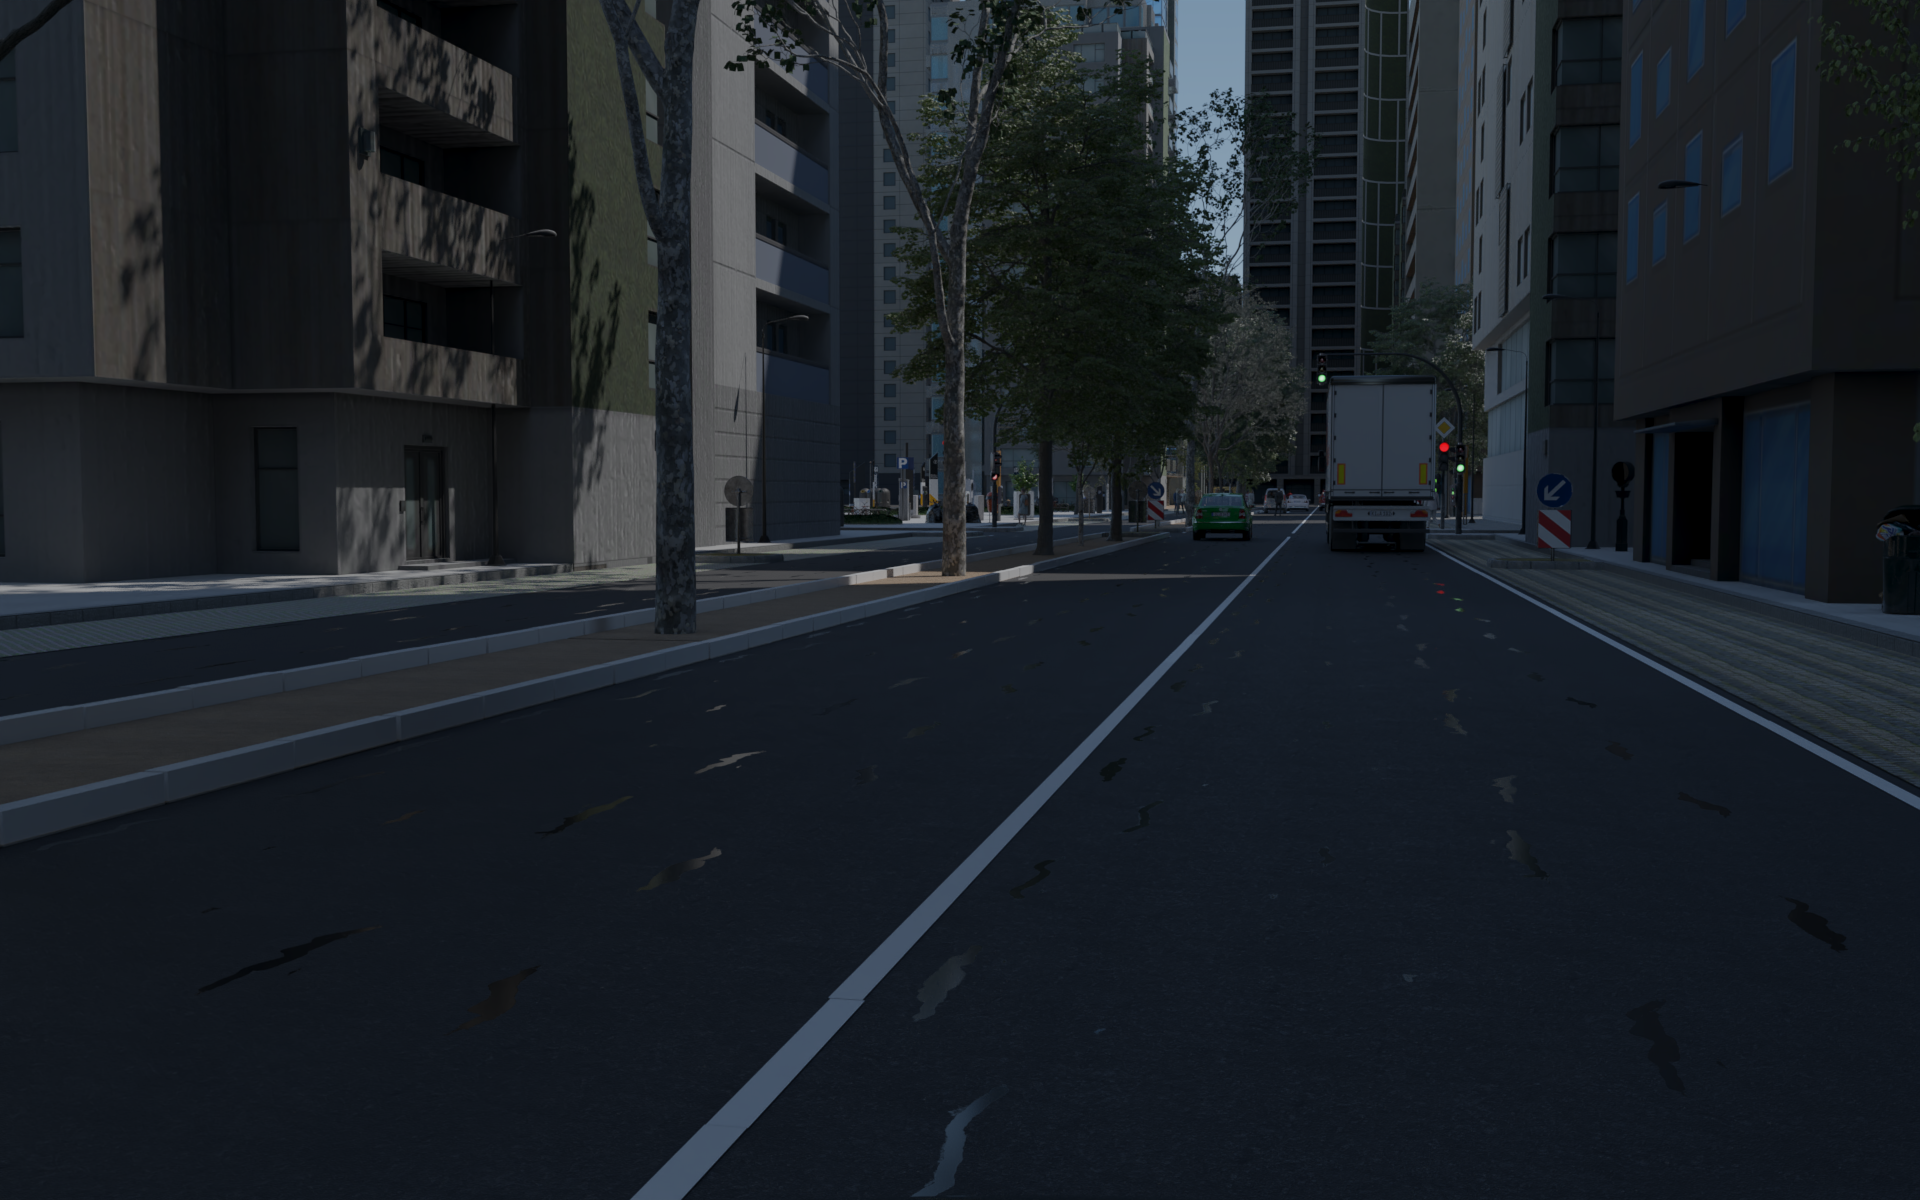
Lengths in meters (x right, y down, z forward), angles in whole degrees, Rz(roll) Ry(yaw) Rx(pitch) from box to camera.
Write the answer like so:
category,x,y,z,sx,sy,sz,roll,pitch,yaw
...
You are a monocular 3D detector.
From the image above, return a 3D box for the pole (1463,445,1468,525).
category,x,y,z,sx,sy,sz,roll,pitch,yaw
pole,21.132,-4.804,72.391,0.158,3.312,0.155,0,3,0

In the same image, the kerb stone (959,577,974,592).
category,x,y,z,sx,sy,sz,roll,pitch,yaw
kerb stone,0.016,-0.205,25.552,0.120,0.150,1.000,1,4,12

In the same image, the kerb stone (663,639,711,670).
category,x,y,z,sx,sy,sz,roll,pitch,yaw
kerb stone,-2.340,0.469,14.530,0.120,0.150,1.000,1,4,12

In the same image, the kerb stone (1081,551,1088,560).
category,x,y,z,sx,sy,sz,roll,pitch,yaw
kerb stone,2.594,-0.943,37.610,0.120,0.150,1.000,1,4,12

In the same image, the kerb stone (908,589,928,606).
category,x,y,z,sx,sy,sz,roll,pitch,yaw
kerb stone,-0.625,-0.022,22.550,0.120,0.150,1.000,1,4,12

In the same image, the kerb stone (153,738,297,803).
category,x,y,z,sx,sy,sz,roll,pitch,yaw
kerb stone,-3.622,0.837,8.522,0.120,0.150,1.000,1,4,12

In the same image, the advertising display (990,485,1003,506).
category,x,y,z,sx,sy,sz,roll,pitch,yaw
advertising display,2.639,-7.279,124.217,0.974,1.923,0.123,-2,4,-23

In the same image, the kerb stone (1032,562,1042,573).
category,x,y,z,sx,sy,sz,roll,pitch,yaw
kerb stone,1.304,-0.564,31.590,0.120,0.150,1.000,1,4,12

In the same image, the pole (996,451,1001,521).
category,x,y,z,sx,sy,sz,roll,pitch,yaw
pole,1.814,-5.366,81.576,0.158,3.312,0.155,0,3,0

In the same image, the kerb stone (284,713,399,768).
category,x,y,z,sx,sy,sz,roll,pitch,yaw
kerb stone,-3.417,0.775,9.523,0.120,0.150,1.000,1,4,12

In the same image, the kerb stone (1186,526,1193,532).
category,x,y,z,sx,sy,sz,roll,pitch,yaw
kerb stone,8.923,-2.753,67.209,0.120,0.150,1.000,1,4,12

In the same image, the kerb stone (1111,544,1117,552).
category,x,y,z,sx,sy,sz,roll,pitch,yaw
kerb stone,3.671,-1.249,42.624,0.120,0.150,1.000,1,4,12

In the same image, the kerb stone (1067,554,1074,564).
category,x,y,z,sx,sy,sz,roll,pitch,yaw
kerb stone,2.163,-0.820,35.599,0.120,0.150,1.000,1,4,12

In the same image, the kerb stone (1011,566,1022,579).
category,x,y,z,sx,sy,sz,roll,pitch,yaw
kerb stone,0.871,-0.447,29.583,0.120,0.150,1.000,1,4,12

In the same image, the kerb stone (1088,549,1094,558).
category,x,y,z,sx,sy,sz,roll,pitch,yaw
kerb stone,2.806,-1.004,38.612,0.120,0.150,1.000,1,4,12

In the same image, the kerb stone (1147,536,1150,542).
category,x,y,z,sx,sy,sz,roll,pitch,yaw
kerb stone,5.379,-1.735,50.639,0.120,0.150,1.000,1,4,12

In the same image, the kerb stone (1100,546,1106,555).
category,x,y,z,sx,sy,sz,roll,pitch,yaw
kerb stone,3.244,-1.127,40.614,0.120,0.150,1.000,1,4,12

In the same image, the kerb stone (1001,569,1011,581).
category,x,y,z,sx,sy,sz,roll,pitch,yaw
kerb stone,0.655,-0.391,28.584,0.120,0.150,1.000,1,4,12

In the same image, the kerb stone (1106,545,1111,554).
category,x,y,z,sx,sy,sz,roll,pitch,yaw
kerb stone,3.457,-1.188,41.625,0.120,0.150,1.000,1,4,12

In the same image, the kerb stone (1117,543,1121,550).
category,x,y,z,sx,sy,sz,roll,pitch,yaw
kerb stone,3.881,-1.305,43.625,0.120,0.150,1.000,1,4,12

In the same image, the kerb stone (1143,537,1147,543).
category,x,y,z,sx,sy,sz,roll,pitch,yaw
kerb stone,5.164,-1.677,49.636,0.120,0.150,1.000,1,4,12

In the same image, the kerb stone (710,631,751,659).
category,x,y,z,sx,sy,sz,roll,pitch,yaw
kerb stone,-2.121,0.412,15.530,0.120,0.150,1.000,1,4,12

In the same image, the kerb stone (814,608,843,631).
category,x,y,z,sx,sy,sz,roll,pitch,yaw
kerb stone,-1.477,0.223,18.547,0.120,0.150,1.000,1,4,12

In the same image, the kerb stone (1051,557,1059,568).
category,x,y,z,sx,sy,sz,roll,pitch,yaw
kerb stone,1.736,-0.696,33.595,0.120,0.150,1.000,1,4,12

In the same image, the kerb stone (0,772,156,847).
category,x,y,z,sx,sy,sz,roll,pitch,yaw
kerb stone,-3.836,0.902,7.523,0.120,0.150,1.000,1,4,12

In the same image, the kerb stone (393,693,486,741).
category,x,y,z,sx,sy,sz,roll,pitch,yaw
kerb stone,-3.191,0.714,10.528,0.120,0.150,1.000,1,4,12

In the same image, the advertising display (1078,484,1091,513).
category,x,y,z,sx,sy,sz,roll,pitch,yaw
advertising display,8.267,-6.716,115.015,0.974,1.923,0.123,2,4,32

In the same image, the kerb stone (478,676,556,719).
category,x,y,z,sx,sy,sz,roll,pitch,yaw
kerb stone,-2.980,0.652,11.528,0.120,0.150,1.000,1,4,12

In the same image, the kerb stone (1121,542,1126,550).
category,x,y,z,sx,sy,sz,roll,pitch,yaw
kerb stone,4.094,-1.369,44.630,0.120,0.150,1.000,1,4,12

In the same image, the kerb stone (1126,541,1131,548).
category,x,y,z,sx,sy,sz,roll,pitch,yaw
kerb stone,4.312,-1.430,45.632,0.120,0.150,1.000,1,4,12

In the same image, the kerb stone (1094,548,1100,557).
category,x,y,z,sx,sy,sz,roll,pitch,yaw
kerb stone,3.025,-1.064,39.611,0.120,0.150,1.000,1,4,12

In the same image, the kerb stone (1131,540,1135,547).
category,x,y,z,sx,sy,sz,roll,pitch,yaw
kerb stone,4.525,-1.494,46.637,0.120,0.150,1.000,1,4,12

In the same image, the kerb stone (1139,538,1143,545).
category,x,y,z,sx,sy,sz,roll,pitch,yaw
kerb stone,4.958,-1.617,48.635,0.120,0.150,1.000,1,4,12

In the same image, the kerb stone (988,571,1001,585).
category,x,y,z,sx,sy,sz,roll,pitch,yaw
kerb stone,0.452,-0.329,27.570,0.120,0.150,1.000,1,4,12

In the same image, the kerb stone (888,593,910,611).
category,x,y,z,sx,sy,sz,roll,pitch,yaw
kerb stone,-0.836,0.041,21.549,0.120,0.150,1.000,1,4,12

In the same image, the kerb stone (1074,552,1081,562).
category,x,y,z,sx,sy,sz,roll,pitch,yaw
kerb stone,2.375,-0.880,36.603,0.120,0.150,1.000,1,4,12

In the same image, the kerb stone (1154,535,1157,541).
category,x,y,z,sx,sy,sz,roll,pitch,yaw
kerb stone,5.808,-1.858,52.637,0.120,0.150,1.000,1,4,12

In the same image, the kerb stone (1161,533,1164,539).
category,x,y,z,sx,sy,sz,roll,pitch,yaw
kerb stone,6.234,-1.984,54.641,0.120,0.150,1.000,1,4,12

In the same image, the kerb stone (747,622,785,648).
category,x,y,z,sx,sy,sz,roll,pitch,yaw
kerb stone,-1.909,0.350,16.545,0.120,0.150,1.000,1,4,12

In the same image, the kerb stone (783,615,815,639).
category,x,y,z,sx,sy,sz,roll,pitch,yaw
kerb stone,-1.695,0.284,17.544,0.120,0.150,1.000,1,4,12

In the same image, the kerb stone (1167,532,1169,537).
category,x,y,z,sx,sy,sz,roll,pitch,yaw
kerb stone,6.660,-2.107,56.643,0.120,0.150,1.000,1,4,12

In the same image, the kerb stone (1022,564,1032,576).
category,x,y,z,sx,sy,sz,roll,pitch,yaw
kerb stone,1.090,-0.512,30.587,0.120,0.150,1.000,1,4,12

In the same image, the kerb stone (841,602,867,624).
category,x,y,z,sx,sy,sz,roll,pitch,yaw
kerb stone,-1.264,0.162,19.547,0.120,0.150,1.000,1,4,12

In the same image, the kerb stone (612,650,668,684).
category,x,y,z,sx,sy,sz,roll,pitch,yaw
kerb stone,-2.548,0.530,13.530,0.120,0.150,1.000,1,4,12

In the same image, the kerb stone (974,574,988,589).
category,x,y,z,sx,sy,sz,roll,pitch,yaw
kerb stone,0.229,-0.267,26.564,0.120,0.150,1.000,1,4,12

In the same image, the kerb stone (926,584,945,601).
category,x,y,z,sx,sy,sz,roll,pitch,yaw
kerb stone,-0.411,-0.080,23.549,0.120,0.150,1.000,1,4,12

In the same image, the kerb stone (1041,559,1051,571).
category,x,y,z,sx,sy,sz,roll,pitch,yaw
kerb stone,1.520,-0.635,32.595,0.120,0.150,1.000,1,4,12

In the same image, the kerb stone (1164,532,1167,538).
category,x,y,z,sx,sy,sz,roll,pitch,yaw
kerb stone,6.449,-2.046,55.643,0.120,0.150,1.000,1,4,12

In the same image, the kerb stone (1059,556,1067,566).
category,x,y,z,sx,sy,sz,roll,pitch,yaw
kerb stone,1.955,-0.757,34.595,0.120,0.150,1.000,1,4,12

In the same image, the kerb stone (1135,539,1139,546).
category,x,y,z,sx,sy,sz,roll,pitch,yaw
kerb stone,4.740,-1.556,47.636,0.120,0.150,1.000,1,4,12

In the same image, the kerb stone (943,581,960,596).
category,x,y,z,sx,sy,sz,roll,pitch,yaw
kerb stone,-0.202,-0.144,24.553,0.120,0.150,1.000,1,4,12

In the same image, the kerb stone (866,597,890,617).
category,x,y,z,sx,sy,sz,roll,pitch,yaw
kerb stone,-1.046,0.101,20.549,0.120,0.150,1.000,1,4,12

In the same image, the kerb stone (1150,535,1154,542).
category,x,y,z,sx,sy,sz,roll,pitch,yaw
kerb stone,5.591,-1.801,51.638,0.120,0.150,1.000,1,4,12

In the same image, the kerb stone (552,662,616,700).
category,x,y,z,sx,sy,sz,roll,pitch,yaw
kerb stone,-2.768,0.593,12.532,0.120,0.150,1.000,1,4,12

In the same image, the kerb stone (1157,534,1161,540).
category,x,y,z,sx,sy,sz,roll,pitch,yaw
kerb stone,6.023,-1.923,53.636,0.120,0.150,1.000,1,4,12
